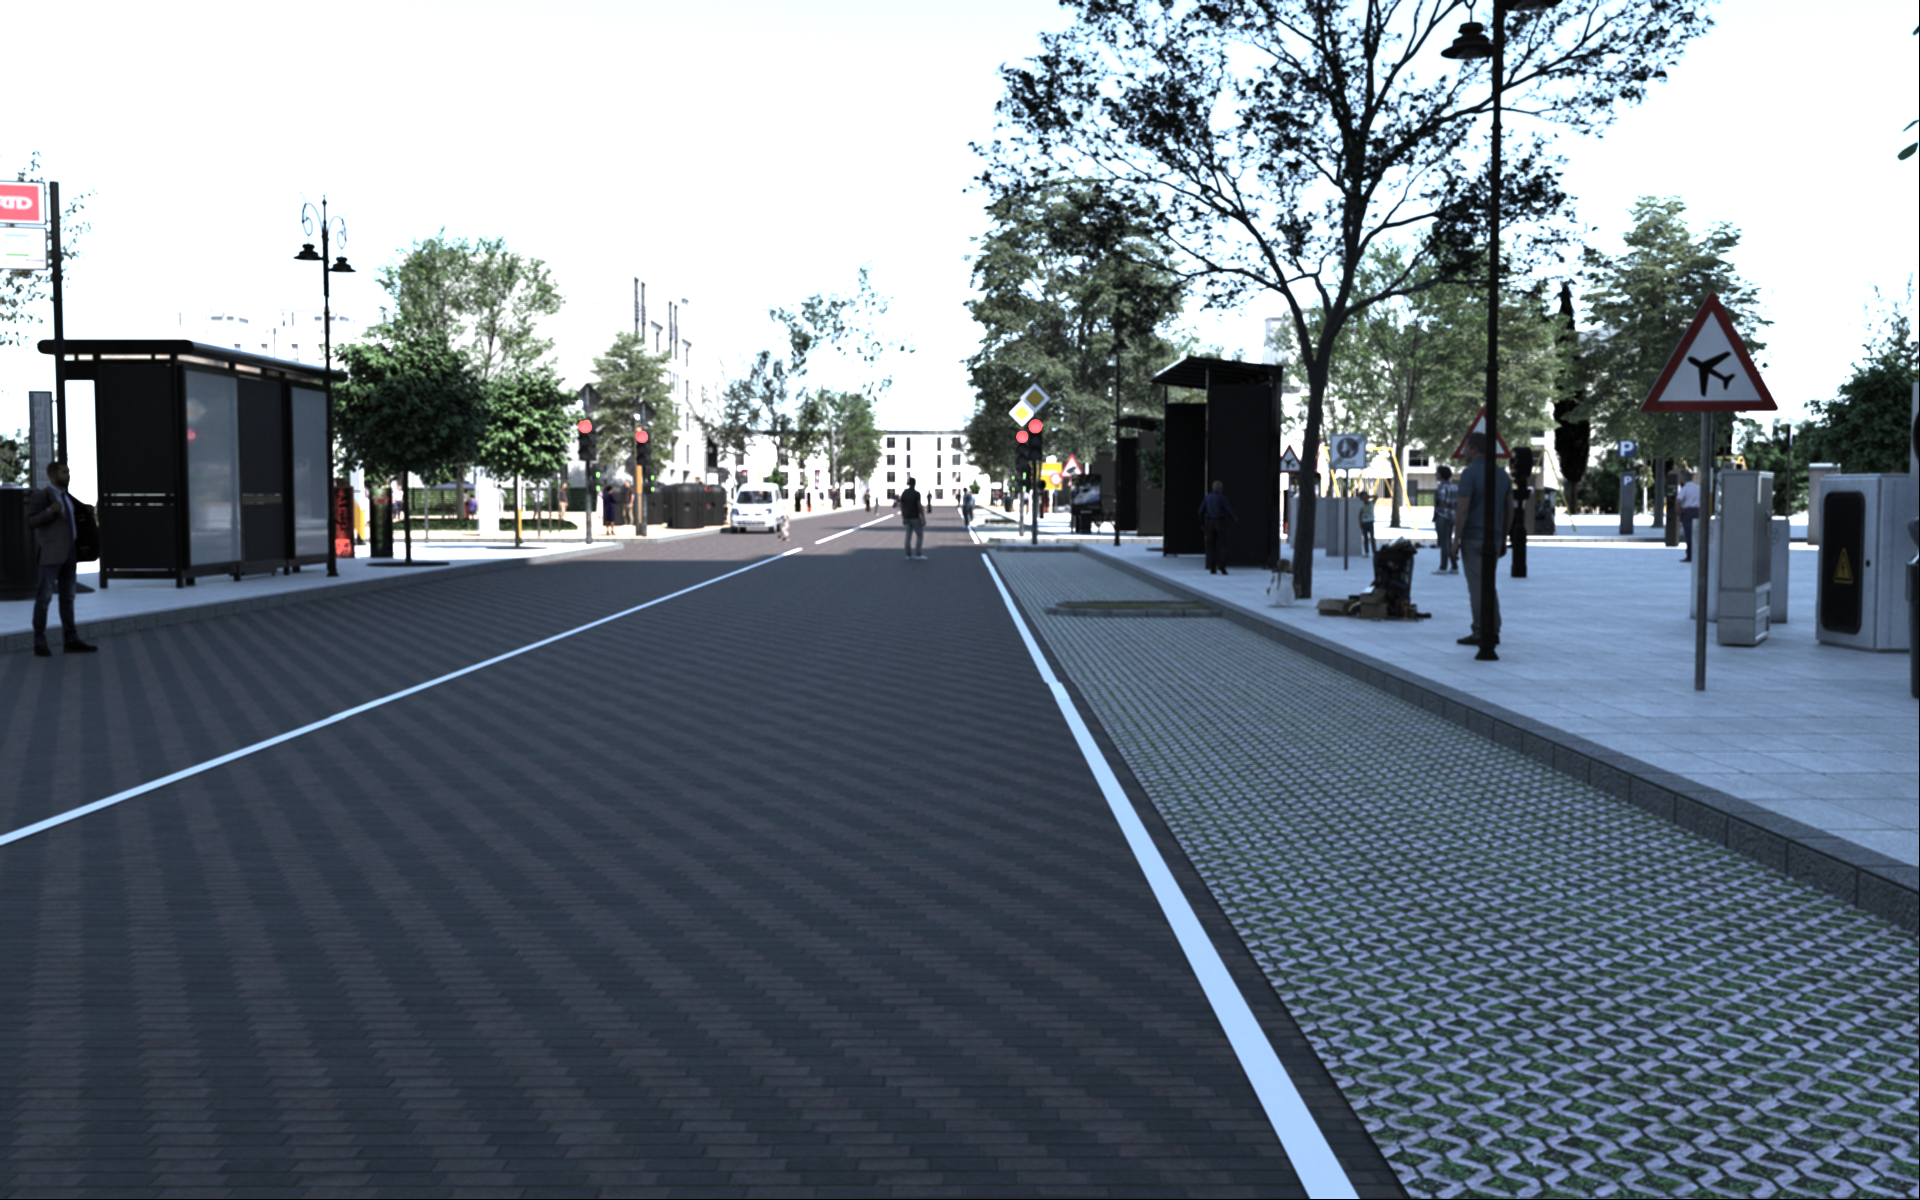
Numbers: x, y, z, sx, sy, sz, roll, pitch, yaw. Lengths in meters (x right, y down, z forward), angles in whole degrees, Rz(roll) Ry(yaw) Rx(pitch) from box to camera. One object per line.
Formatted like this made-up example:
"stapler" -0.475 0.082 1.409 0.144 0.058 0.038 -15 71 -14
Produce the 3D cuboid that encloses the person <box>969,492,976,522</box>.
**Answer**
"person" 0.589 -4.802 89.221 0.429 1.552 0.499 -3 5 -45

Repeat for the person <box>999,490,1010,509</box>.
"person" 3.970 -8.682 148.816 1.217 1.723 0.721 0 4 -5

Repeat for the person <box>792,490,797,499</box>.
"person" -19.007 -11.778 199.324 0.721 1.736 1.217 1 4 23

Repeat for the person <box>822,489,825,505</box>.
"person" -15.684 -11.805 199.047 0.705 1.826 1.348 -1 4 -9

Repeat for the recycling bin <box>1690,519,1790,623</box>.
"recycling bin" 7.892 -0.305 17.544 0.722 1.027 0.722 0 4 2

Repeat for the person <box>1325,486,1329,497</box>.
"person" 23.422 -6.356 110.085 0.434 1.807 0.598 -2 4 -29

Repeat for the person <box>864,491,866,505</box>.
"person" -11.074 -11.988 203.508 0.415 1.643 0.593 -2 4 -33

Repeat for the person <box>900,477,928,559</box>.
"person" -1.008 -1.800 38.057 0.598 1.807 0.434 3 5 43

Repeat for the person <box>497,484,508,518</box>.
"person" -23.766 -5.103 89.632 0.875 1.805 0.789 0 4 -3

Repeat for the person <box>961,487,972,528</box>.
"person" 0.260 -3.892 72.863 0.376 1.734 0.841 -1 4 -10

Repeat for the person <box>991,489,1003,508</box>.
"person" 3.422 -9.364 159.858 1.217 1.743 0.721 1 4 23

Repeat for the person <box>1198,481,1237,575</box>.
"person" 4.211 -1.168 27.833 0.600 1.496 0.574 -2 4 -34

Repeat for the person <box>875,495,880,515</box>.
"person" -5.755 -6.579 119.977 0.435 1.345 0.340 2 4 29

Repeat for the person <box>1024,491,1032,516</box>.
"person" 3.816 -5.707 100.296 0.756 1.711 0.436 3 4 36

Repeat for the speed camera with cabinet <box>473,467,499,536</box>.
"speed camera with cabinet" -14.669 -3.625 53.598 0.660 3.252 2.038 -1 4 -20

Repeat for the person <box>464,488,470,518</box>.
"person" -21.141 -3.993 73.795 0.387 1.526 0.523 3 5 41

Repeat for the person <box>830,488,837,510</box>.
"person" -10.105 -8.066 138.367 0.568 1.767 0.683 -2 4 -25

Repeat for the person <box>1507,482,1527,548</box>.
"person" 13.125 -2.054 41.081 0.517 1.644 0.566 -3 5 -39

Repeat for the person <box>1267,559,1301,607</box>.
"person" 3.705 -0.201 19.798 0.381 0.543 0.357 1 4 12

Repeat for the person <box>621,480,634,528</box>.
"person" -12.704 -3.671 66.191 0.434 1.807 0.598 -2 4 -30

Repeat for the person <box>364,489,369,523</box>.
"person" -25.785 -4.221 75.717 0.621 1.740 0.551 0 4 4

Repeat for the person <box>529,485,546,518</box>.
"person" -19.844 -4.567 81.441 0.841 1.734 0.376 -2 4 -30

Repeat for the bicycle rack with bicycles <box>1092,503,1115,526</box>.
"bicycle rack with bicycles" 6.045 -3.381 68.657 2.925 0.926 2.852 -3 5 -39

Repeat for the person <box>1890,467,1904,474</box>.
"person" 16.159 -1.416 29.881 0.600 1.739 0.565 -1 4 -14

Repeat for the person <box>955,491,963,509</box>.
"person" -0.044 -9.422 163.269 1.217 1.735 0.721 3 4 37

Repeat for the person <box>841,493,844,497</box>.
"person" -13.079 -11.035 187.188 1.217 1.735 0.721 -1 4 -23

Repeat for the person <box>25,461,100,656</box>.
"person" -8.011 -0.377 15.491 0.431 1.722 0.655 1 4 16

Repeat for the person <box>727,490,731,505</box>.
"person" -27.238 -12.077 204.173 0.551 1.740 0.621 -3 5 -41

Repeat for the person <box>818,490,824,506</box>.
"person" -15.046 -11.063 187.363 0.683 1.767 0.568 0 4 8

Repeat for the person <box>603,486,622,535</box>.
"person" -10.960 -2.822 54.549 0.453 1.535 0.546 1 4 12

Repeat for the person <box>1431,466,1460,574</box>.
"person" 7.788 -1.282 27.720 0.841 1.734 0.376 -3 5 -43

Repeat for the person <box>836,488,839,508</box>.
"person" -11.177 -9.261 157.419 0.705 1.831 1.348 -1 4 -19

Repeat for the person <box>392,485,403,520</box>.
"person" -27.977 -4.855 86.356 0.756 1.711 0.436 -2 4 -29

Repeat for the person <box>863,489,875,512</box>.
"person" -7.521 -8.167 142.033 1.348 1.823 0.705 3 5 41

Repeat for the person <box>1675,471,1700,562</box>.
"person" 13.742 -1.574 32.710 0.756 1.711 0.436 -1 4 -14

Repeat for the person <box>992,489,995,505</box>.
"person" 3.640 -11.279 190.446 0.705 1.826 1.348 1 4 20

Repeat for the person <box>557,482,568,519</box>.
"person" -17.450 -4.284 76.212 0.434 1.807 0.598 2 4 30

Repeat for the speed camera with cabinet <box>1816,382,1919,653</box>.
"speed camera with cabinet" 7.631 -1.191 13.802 0.660 3.252 2.038 0 4 0

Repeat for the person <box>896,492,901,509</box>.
"person" -5.804 -9.519 165.608 0.593 1.643 0.415 0 4 3

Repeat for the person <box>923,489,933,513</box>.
"person" -2.349 -7.476 130.757 0.705 1.821 1.348 2 4 33

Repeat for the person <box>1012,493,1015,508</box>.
"person" 4.872 -9.380 160.318 0.541 1.710 0.530 -2 4 -34

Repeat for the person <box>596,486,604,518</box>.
"person" -18.978 -5.198 91.691 0.621 1.740 0.551 0 4 -5

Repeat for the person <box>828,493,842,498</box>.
"person" -11.798 -9.593 162.988 1.348 1.812 0.705 -1 4 -10

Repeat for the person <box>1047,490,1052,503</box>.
"person" 8.693 -9.884 168.440 1.217 1.735 0.721 -3 5 -45

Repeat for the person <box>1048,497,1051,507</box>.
"person" 9.044 -10.350 175.980 0.721 1.743 1.217 -1 4 -8

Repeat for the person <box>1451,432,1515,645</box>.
"person" 4.430 -0.526 14.768 0.598 1.807 0.434 -1 4 -17

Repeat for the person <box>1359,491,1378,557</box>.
"person" 8.258 -1.530 34.973 0.435 1.345 0.340 1 4 19
